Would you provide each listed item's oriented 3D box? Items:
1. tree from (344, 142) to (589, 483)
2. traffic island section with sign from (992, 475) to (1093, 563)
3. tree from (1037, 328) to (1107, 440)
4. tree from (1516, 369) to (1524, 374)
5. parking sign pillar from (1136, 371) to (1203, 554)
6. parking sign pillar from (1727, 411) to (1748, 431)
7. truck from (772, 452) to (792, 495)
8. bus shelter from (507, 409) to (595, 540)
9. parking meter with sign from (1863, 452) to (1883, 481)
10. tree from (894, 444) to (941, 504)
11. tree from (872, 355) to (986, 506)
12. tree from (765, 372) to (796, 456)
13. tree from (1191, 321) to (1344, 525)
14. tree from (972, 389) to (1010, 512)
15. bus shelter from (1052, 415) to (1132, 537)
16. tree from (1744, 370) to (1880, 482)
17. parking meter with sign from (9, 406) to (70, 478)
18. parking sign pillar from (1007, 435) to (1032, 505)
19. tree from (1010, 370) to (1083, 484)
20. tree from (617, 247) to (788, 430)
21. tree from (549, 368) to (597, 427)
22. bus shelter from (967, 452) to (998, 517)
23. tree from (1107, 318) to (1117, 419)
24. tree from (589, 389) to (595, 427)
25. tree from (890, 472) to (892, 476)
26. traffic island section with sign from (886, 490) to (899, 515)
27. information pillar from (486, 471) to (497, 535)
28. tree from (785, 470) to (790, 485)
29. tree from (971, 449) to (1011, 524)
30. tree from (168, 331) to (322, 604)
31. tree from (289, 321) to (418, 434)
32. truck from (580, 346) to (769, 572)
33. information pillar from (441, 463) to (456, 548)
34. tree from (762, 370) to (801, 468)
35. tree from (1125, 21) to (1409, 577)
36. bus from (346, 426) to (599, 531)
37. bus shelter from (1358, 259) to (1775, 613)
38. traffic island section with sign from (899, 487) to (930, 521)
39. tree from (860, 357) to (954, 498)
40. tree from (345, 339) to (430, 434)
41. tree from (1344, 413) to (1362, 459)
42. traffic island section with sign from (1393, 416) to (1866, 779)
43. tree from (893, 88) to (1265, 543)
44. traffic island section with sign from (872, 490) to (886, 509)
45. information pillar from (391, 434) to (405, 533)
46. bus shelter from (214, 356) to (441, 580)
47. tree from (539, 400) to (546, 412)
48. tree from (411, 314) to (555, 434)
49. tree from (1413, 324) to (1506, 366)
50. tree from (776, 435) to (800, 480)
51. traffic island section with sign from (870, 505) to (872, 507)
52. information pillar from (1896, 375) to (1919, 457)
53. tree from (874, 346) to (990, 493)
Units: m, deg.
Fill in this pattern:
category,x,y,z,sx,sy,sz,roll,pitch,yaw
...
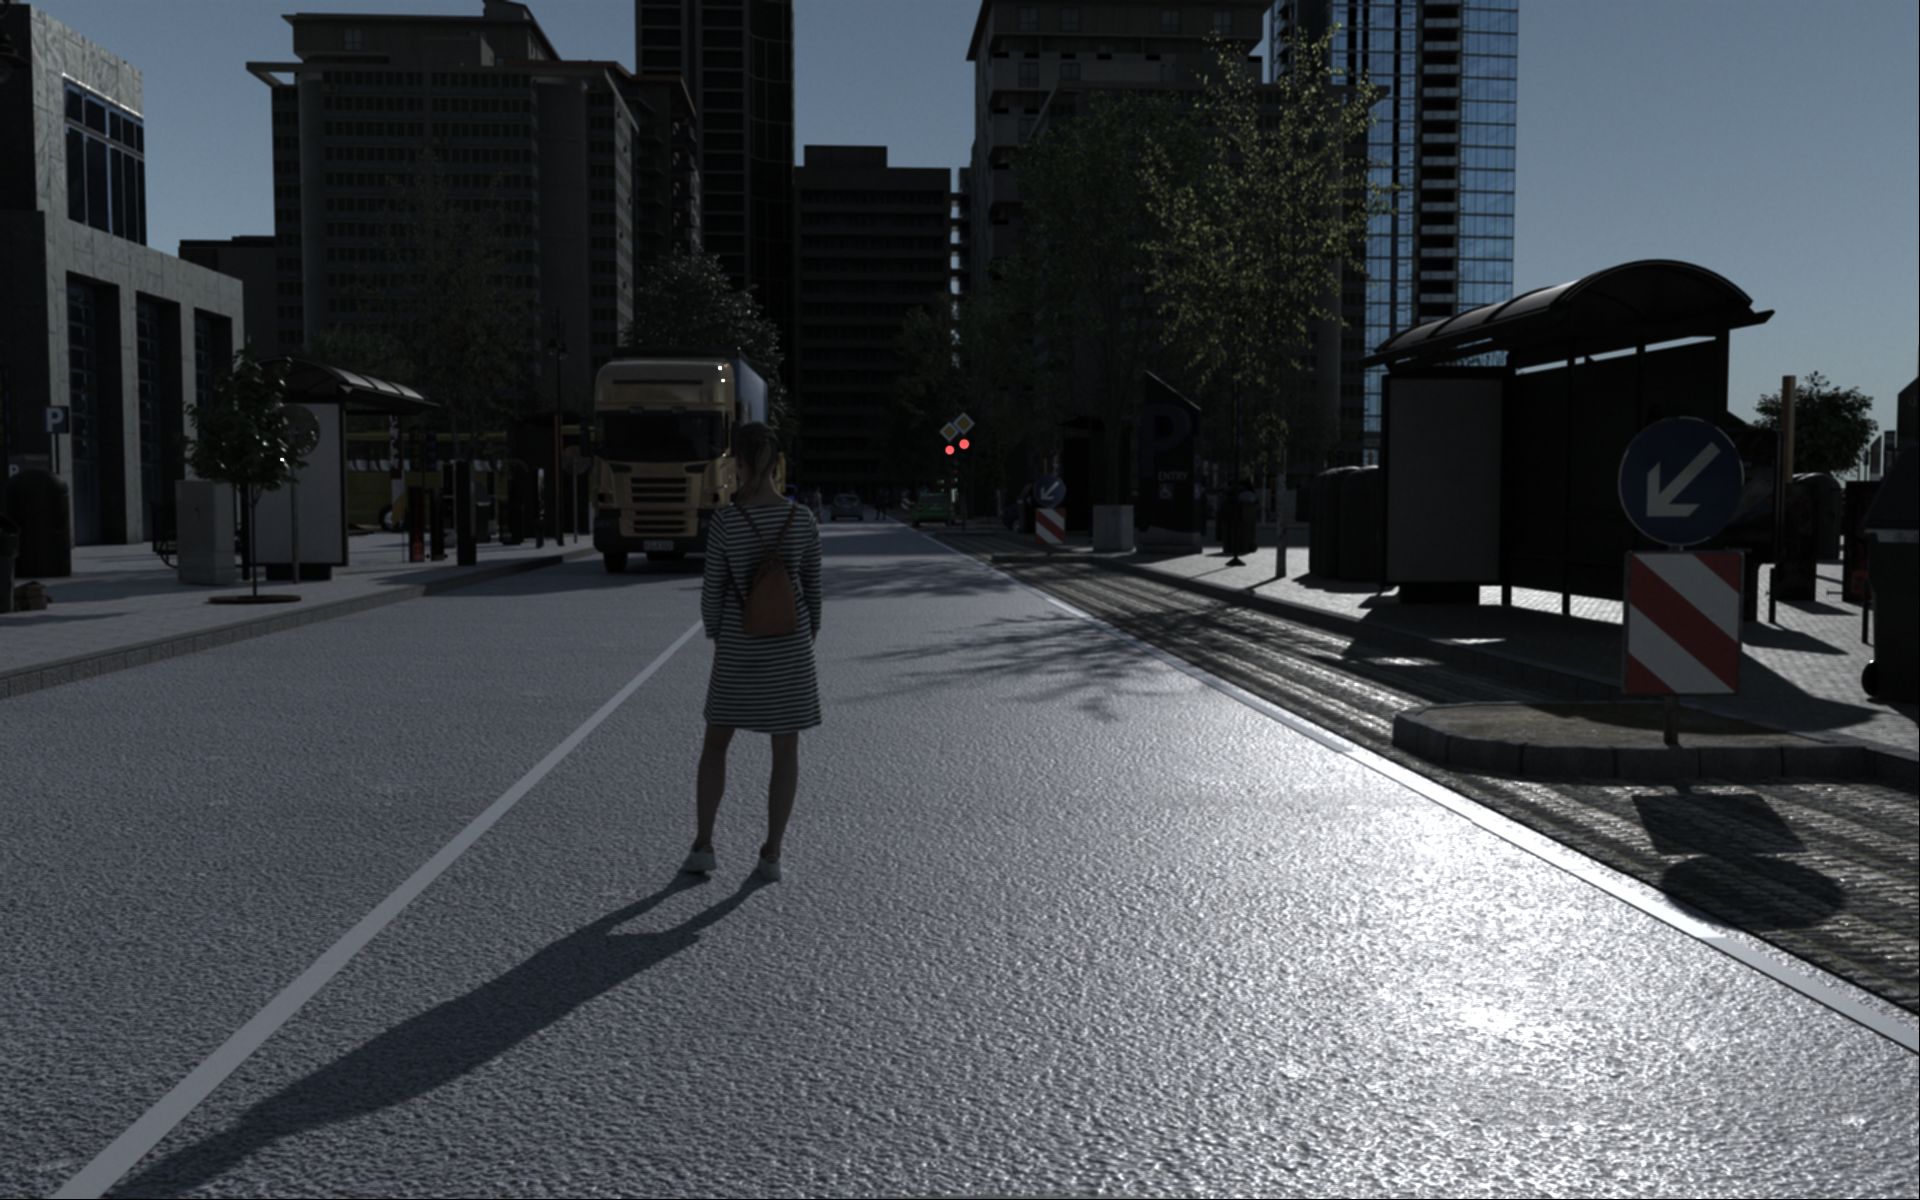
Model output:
category,x,y,z,sx,sy,sz,roll,pitch,yaw
tree,-10.578,-5.260,36.356,4.360,8.622,3.978,0,3,0
traffic island section with sign,1.693,-1.705,36.507,1.989,1.847,2.006,0,4,-4
tree,5.645,-7.410,71.509,4.360,8.622,3.978,0,3,0
tree,26.296,-8.370,87.218,4.737,8.622,4.395,0,3,0
parking sign pillar,4.544,-2.997,37.477,1.447,3.967,1.447,2,4,32
parking sign pillar,22.731,-3.814,50.823,1.447,3.967,1.447,3,5,39
truck,-8.979,-4.860,75.382,3.469,3.379,9.791,0,4,-5
bus shelter,-11.923,-3.662,51.153,1.731,3.624,6.357,0,4,-4
parking meter with sign,38.459,-4.623,71.846,1.738,3.016,0.543,1,4,15
tree,-2.861,-11.783,143.012,4.737,8.622,4.395,0,3,0
tree,-1.717,-10.834,111.553,7.601,10.594,8.767,1,4,19
tree,-17.445,-13.222,141.935,9.928,11.665,9.643,0,3,0
tree,12.286,-7.378,70.996,4.737,8.622,4.395,0,3,0
tree,2.688,-10.452,121.258,4.737,8.622,4.395,0,3,0
bus shelter,4.115,-3.862,54.423,1.731,3.624,6.357,0,4,-4
tree,22.580,-3.813,46.057,4.285,4.588,4.351,0,3,0
parking meter with sign,-18.066,-2.278,33.506,0.543,3.016,1.738,1,4,14
parking sign pillar,2.736,-5.580,79.706,1.447,3.967,1.447,-3,5,-42
tree,5.460,-9.340,103.067,4.737,8.622,4.395,0,3,0
tree,-13.075,-11.168,89.259,9.857,13.997,8.962,0,3,0
tree,-21.034,-9.257,101.715,4.737,8.622,4.395,0,3,0
bus shelter,1.095,-6.568,98.669,1.731,3.624,6.357,0,4,-4
tree,7.384,-6.452,55.848,4.360,8.622,3.978,0,3,0
tree,-21.955,-8.919,96.195,4.360,8.622,3.978,0,3,0
tree,-7.817,-16.345,217.610,4.737,8.622,4.395,0,3,0
traffic island section with sign,-3.877,-6.737,118.778,1.989,1.847,2.006,0,4,-4
information pillar,-14.658,-3.038,54.168,0.304,2.012,0.304,-1,4,-11
tree,-20.059,-12.483,187.816,4.285,4.588,4.351,0,3,0
tree,1.377,-4.922,75.082,1.663,3.219,1.824,0,3,0
tree,-8.350,-1.596,20.695,1.663,3.219,1.824,0,3,0
tree,-36.440,-10.857,103.270,9.928,11.665,9.643,0,3,0
truck,-5.499,-2.833,35.230,2.839,4.237,11.283,0,4,-2
information pillar,-12.144,-2.241,41.129,0.304,2.012,0.304,-1,4,-17
tree,-18.227,-14.571,156.368,7.486,12.596,7.792,0,3,0
tree,4.749,-4.666,26.654,4.360,8.622,3.978,0,3,0
bus,-17.268,-4.338,62.468,12.252,3.916,2.896,0,4,-5
bus shelter,5.858,-1.456,17.733,2.014,3.302,5.546,0,4,-4
traffic island section with sign,-2.053,-5.092,91.884,1.989,1.847,2.006,0,4,-4
tree,-3.898,-14.974,155.199,12.009,13.543,11.850,0,3,0
tree,-26.791,-7.971,80.682,4.737,8.622,4.395,0,3,0
tree,23.816,-9.956,113.150,4.737,8.622,4.395,0,3,0
traffic island section with sign,3.525,-0.060,9.614,1.989,1.847,2.006,0,4,-4
tree,4.011,-7.286,44.881,9.928,11.665,9.643,0,3,0
traffic island section with sign,-7.319,-9.846,169.616,1.989,1.847,2.006,0,4,-4
information pillar,-18.560,-4.023,57.133,0.504,3.616,0.183,2,4,28
bus shelter,-10.088,-2.096,28.187,2.014,3.302,5.546,0,4,-4
tree,-29.780,-10.735,125.878,4.737,8.622,4.395,0,3,0
tree,-23.931,-9.384,87.842,7.601,10.594,8.767,0,4,-2
tree,20.104,-7.497,72.933,4.737,8.622,4.395,0,3,0
tree,-20.837,-15.372,201.686,4.360,8.622,3.978,0,3,0
traffic island section with sign,-9.156,-11.491,196.509,1.989,1.847,2.006,0,4,-4
information pillar,18.310,-2.571,33.383,0.183,3.616,0.504,-3,4,-37
tree,-2.111,-13.233,133.374,9.611,12.733,9.660,0,3,0
